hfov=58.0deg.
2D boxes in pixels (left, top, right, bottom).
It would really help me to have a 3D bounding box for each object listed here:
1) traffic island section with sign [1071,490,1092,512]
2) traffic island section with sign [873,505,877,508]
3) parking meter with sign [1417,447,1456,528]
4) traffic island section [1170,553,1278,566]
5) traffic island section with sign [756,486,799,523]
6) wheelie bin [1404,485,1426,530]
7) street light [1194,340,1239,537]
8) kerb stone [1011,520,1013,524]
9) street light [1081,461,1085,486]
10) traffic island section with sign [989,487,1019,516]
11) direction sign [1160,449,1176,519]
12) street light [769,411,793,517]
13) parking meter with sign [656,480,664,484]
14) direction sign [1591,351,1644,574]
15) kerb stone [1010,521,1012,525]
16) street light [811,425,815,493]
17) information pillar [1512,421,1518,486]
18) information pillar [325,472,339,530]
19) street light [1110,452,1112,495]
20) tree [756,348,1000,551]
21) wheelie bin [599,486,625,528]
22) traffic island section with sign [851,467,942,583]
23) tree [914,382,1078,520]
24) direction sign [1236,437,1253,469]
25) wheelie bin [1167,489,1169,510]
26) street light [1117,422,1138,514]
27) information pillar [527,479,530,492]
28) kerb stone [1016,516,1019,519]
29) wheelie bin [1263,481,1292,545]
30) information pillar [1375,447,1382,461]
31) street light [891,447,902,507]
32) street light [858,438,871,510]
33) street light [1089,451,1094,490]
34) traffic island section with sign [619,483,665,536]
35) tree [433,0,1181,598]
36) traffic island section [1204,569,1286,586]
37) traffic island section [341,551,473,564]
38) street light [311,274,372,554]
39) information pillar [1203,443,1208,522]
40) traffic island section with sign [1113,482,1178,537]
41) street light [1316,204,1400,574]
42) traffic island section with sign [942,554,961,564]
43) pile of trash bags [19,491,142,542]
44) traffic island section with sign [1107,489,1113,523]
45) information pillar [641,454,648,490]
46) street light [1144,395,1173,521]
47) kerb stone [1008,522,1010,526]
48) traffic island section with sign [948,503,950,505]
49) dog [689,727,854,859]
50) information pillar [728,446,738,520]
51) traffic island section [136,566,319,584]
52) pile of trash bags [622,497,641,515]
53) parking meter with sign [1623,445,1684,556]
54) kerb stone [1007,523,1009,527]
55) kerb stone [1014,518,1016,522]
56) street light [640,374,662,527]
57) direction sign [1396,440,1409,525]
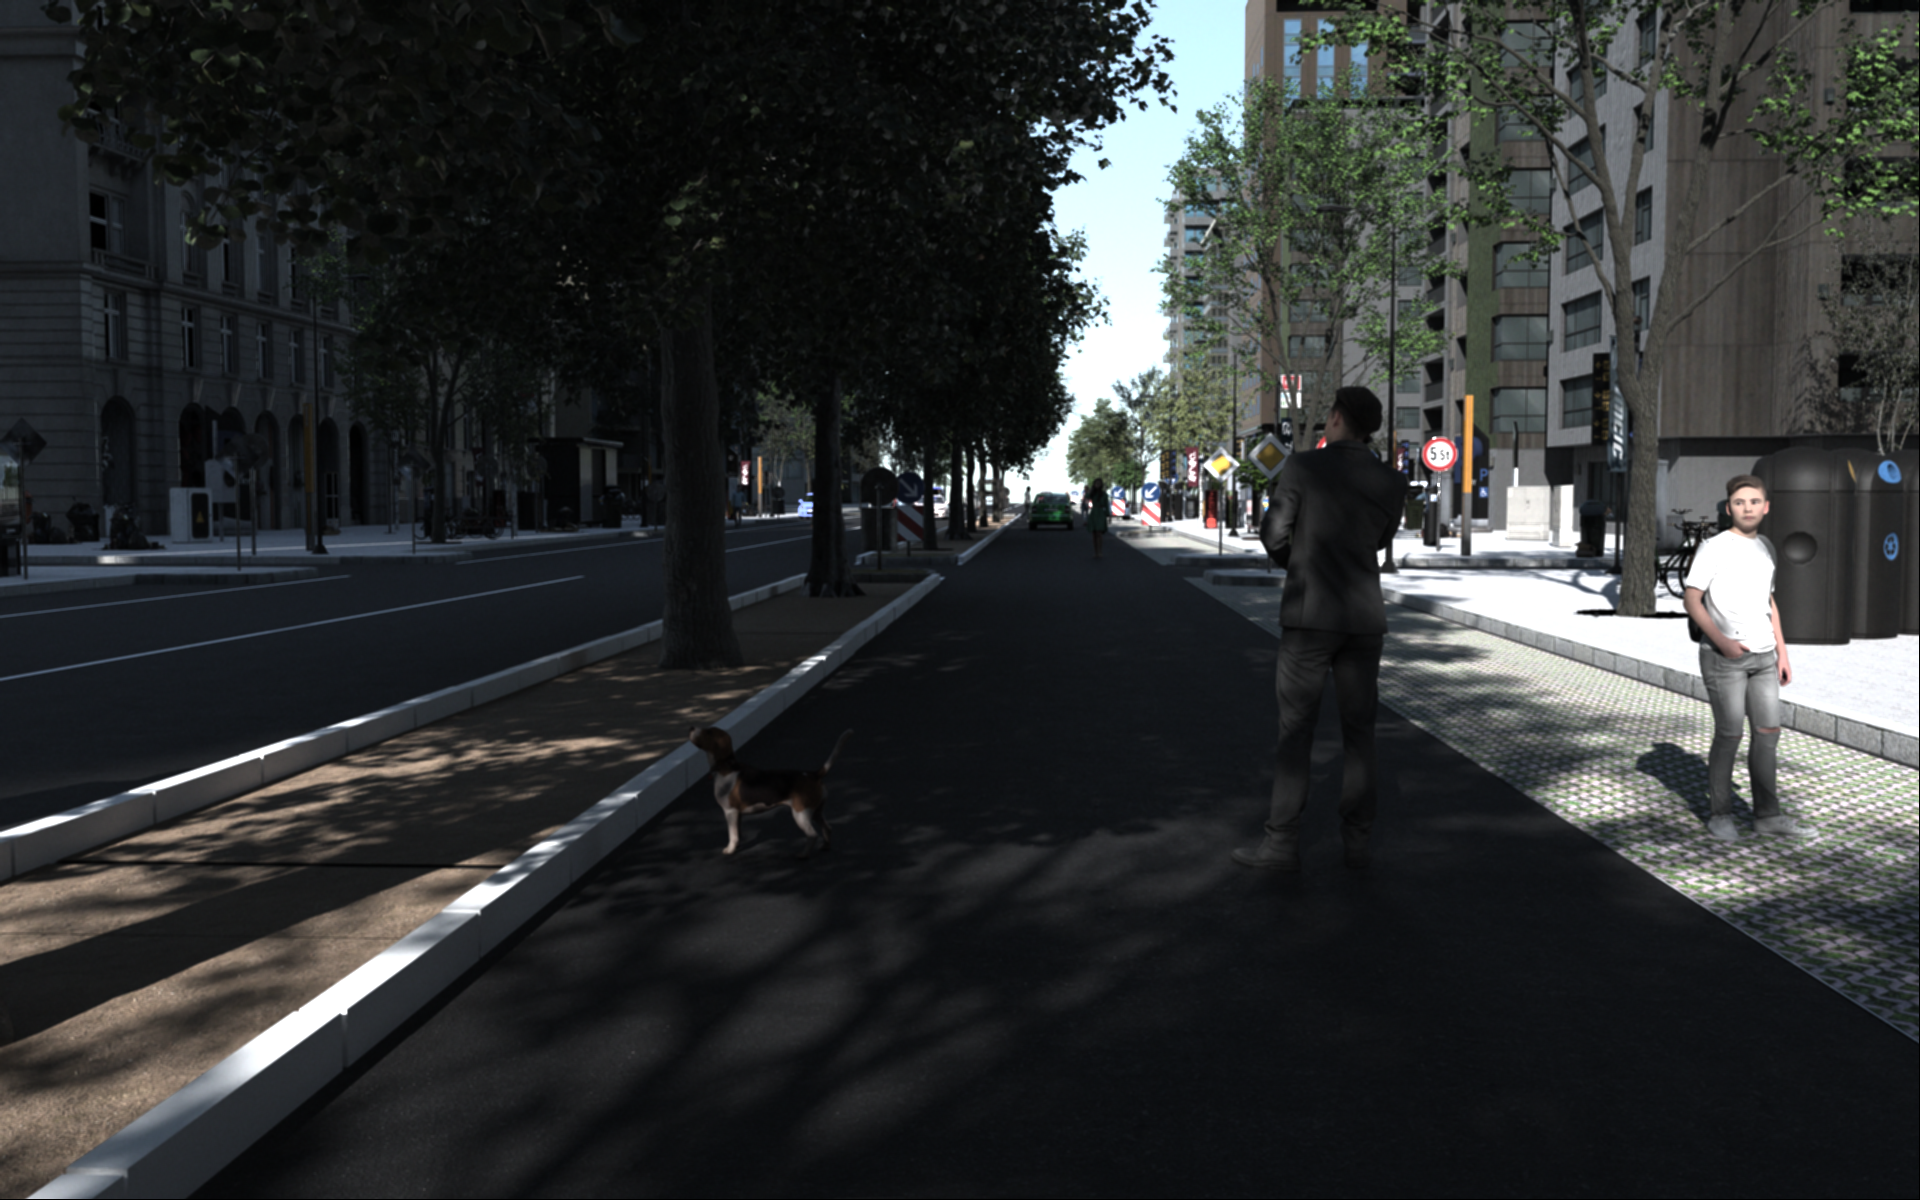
[{"bbox_3d":[11.658,-9.438,162.938,1.989,1.847,2.006,0,4,3],"label":"traffic island section with sign"},{"bbox_3d":[-6.550,-7.826,136.578,1.989,1.847,2.006,0,4,3],"label":"traffic island section with sign"},{"bbox_3d":[18.045,-4.201,64.949,1.738,3.016,0.543,0,4,5],"label":"parking meter with sign"},{"bbox_3d":[5.445,-0.844,36.078,2.009,0.180,2.903,0,4,3],"label":"traffic island section"},{"bbox_3d":[-9.113,-4.778,86.756,1.989,1.847,2.006,0,4,3],"label":"traffic island section with sign"},{"bbox_3d":[16.419,-3.339,62.498,0.980,1.594,0.693,0,4,4],"label":"wheelie bin"},{"bbox_3d":[7.731,-4.873,52.219,1.470,5.913,1.316,0,4,3],"label":"street light"},{"bbox_3d":[2.201,-3.418,78.072,0.120,0.150,1.000,0,4,3],"label":"kerb stone"},{"bbox_3d":[17.481,-16.417,240.960,1.470,5.913,1.316,0,4,3],"label":"street light"},{"bbox_3d":[2.845,-6.298,111.110,2.006,1.907,1.989,0,4,3],"label":"traffic island section with sign"},{"bbox_3d":[10.677,-5.871,87.981,0.379,3.537,0.876,-2,4,-33],"label":"direction sign"},{"bbox_3d":[-9.949,-7.577,96.421,1.470,5.913,1.316,0,4,3],"label":"street light"},{"bbox_3d":[-16.058,-5.955,93.626,1.738,3.016,0.543,3,4,36],"label":"parking meter with sign"},{"bbox_3d":[10.557,-2.185,27.727,0.876,3.537,0.379,2,4,32],"label":"direction sign"},{"bbox_3d":[2.099,-3.292,76.027,0.120,0.150,1.000,0,4,3],"label":"kerb stone"},{"bbox_3d":[-9.190,-8.615,113.388,1.470,5.913,1.316,0,4,3],"label":"street light"},{"bbox_3d":[17.694,-3.906,55.217,0.183,3.616,0.504,1,4,9],"label":"information pillar"},{"bbox_3d":[-21.166,-3.296,58.385,0.304,2.012,0.304,1,4,12],"label":"information pillar"},{"bbox_3d":[11.645,-9.490,127.697,1.470,5.913,1.316,0,4,3],"label":"street light"},{"bbox_3d":[-0.864,-7.064,43.704,9.928,11.665,9.643,0,3,0],"label":"tree"},{"bbox_3d":[-13.040,-3.497,65.092,0.980,1.594,0.693,-2,4,-32],"label":"wheelie bin"},{"bbox_3d":[-1.401,-1.256,28.673,2.006,1.907,1.989,0,4,3],"label":"traffic island section with sign"},{"bbox_3d":[2.215,-9.697,95.409,8.767,10.594,7.601,0,4,3],"label":"tree"},{"bbox_3d":[11.299,-4.665,68.264,0.876,3.537,0.379,1,4,12],"label":"direction sign"},{"bbox_3d":[12.750,-6.101,107.666,0.693,1.594,0.980,-2,4,-35],"label":"wheelie bin"},{"bbox_3d":[10.713,-8.465,110.940,1.470,5.913,1.316,0,4,3],"label":"street light"},{"bbox_3d":[-21.114,-4.939,85.236,0.304,2.012,0.304,-2,4,-35],"label":"information pillar"},{"bbox_3d":[2.891,-4.231,91.369,0.120,0.150,1.000,0,4,3],"label":"kerb stone"},{"bbox_3d":[7.596,-1.995,40.527,0.980,1.594,0.693,0,4,-1],"label":"wheelie bin"},{"bbox_3d":[20.638,-5.761,85.547,0.183,3.616,0.504,-1,4,-17],"label":"information pillar"},{"bbox_3d":[-6.214,-12.218,172.304,1.470,5.913,1.316,0,4,3],"label":"street light"},{"bbox_3d":[-7.690,-10.419,142.893,1.470,5.913,1.316,0,4,3],"label":"street light"},{"bbox_3d":[14.617,-13.098,186.691,1.470,5.913,1.316,0,4,3],"label":"street light"},{"bbox_3d":[-10.521,-3.113,59.522,1.989,1.847,2.006,0,4,3],"label":"traffic island section with sign"},{"bbox_3d":[-1.836,-6.381,23.797,9.611,12.733,9.660,0,3,0],"label":"tree"},{"bbox_3d":[5.035,-0.356,28.104,2.009,0.180,2.903,0,4,3],"label":"traffic island section"},{"bbox_3d":[-11.673,-0.898,36.961,2.009,0.180,2.903,0,4,3],"label":"traffic island section"},{"bbox_3d":[-13.136,-3.930,36.793,1.470,5.913,1.316,0,4,3],"label":"street light"},{"bbox_3d":[11.134,-5.330,78.503,0.183,3.616,0.504,-1,4,-9],"label":"information pillar"},{"bbox_3d":[6.254,-3.028,58.130,1.989,1.847,2.006,0,4,3],"label":"traffic island section with sign"},{"bbox_3d":[6.404,-3.386,27.906,1.470,5.913,1.316,0,4,3],"label":"street light"},{"bbox_3d":[-1.010,-1.708,36.070,2.006,1.907,1.989,0,4,3],"label":"traffic island section with sign"},{"bbox_3d":[-23.966,-2.281,47.047,3.447,1.369,1.912,-1,4,-12],"label":"pile of trash bags"},{"bbox_3d":[7.647,-4.683,85.194,1.989,1.847,2.006,0,4,3],"label":"traffic island section with sign"},{"bbox_3d":[-18.587,-6.778,102.177,0.504,3.616,0.183,1,4,21],"label":"information pillar"},{"bbox_3d":[9.317,-6.649,81.256,1.470,5.913,1.316,0,4,3],"label":"street light"},{"bbox_3d":[1.943,-3.100,72.959,0.120,0.150,1.000,0,4,3],"label":"kerb stone"},{"bbox_3d":[-0.922,-14.513,245.911,1.989,1.847,2.006,0,4,3],"label":"traffic island section with sign"},{"bbox_3d":[-0.754,0.758,6.890,0.540,0.507,0.406,-2,4,-33],"label":"dog"},{"bbox_3d":[-11.161,-5.741,85.212,0.504,3.616,0.183,0,4,5],"label":"information pillar"},{"bbox_3d":[-12.084,-0.410,28.987,2.009,0.180,2.903,0,4,3],"label":"traffic island section"},{"bbox_3d":[-20.201,-5.934,106.779,1.912,1.369,3.447,1,4,22],"label":"pile of trash bags"},{"bbox_3d":[14.304,-2.422,35.854,1.738,3.016,0.543,-2,4,-33],"label":"parking meter with sign"},{"bbox_3d":[1.836,-2.980,70.918,0.120,0.150,1.000,0,4,3],"label":"kerb stone"},{"bbox_3d":[2.518,-3.793,84.204,0.120,0.150,1.000,0,4,3],"label":"kerb stone"},{"bbox_3d":[-11.651,-5.753,66.606,1.470,5.913,1.316,0,4,3],"label":"street light"},{"bbox_3d":[18.381,-4.929,72.590,0.876,3.537,0.379,-1,4,-10],"label":"direction sign"}]
